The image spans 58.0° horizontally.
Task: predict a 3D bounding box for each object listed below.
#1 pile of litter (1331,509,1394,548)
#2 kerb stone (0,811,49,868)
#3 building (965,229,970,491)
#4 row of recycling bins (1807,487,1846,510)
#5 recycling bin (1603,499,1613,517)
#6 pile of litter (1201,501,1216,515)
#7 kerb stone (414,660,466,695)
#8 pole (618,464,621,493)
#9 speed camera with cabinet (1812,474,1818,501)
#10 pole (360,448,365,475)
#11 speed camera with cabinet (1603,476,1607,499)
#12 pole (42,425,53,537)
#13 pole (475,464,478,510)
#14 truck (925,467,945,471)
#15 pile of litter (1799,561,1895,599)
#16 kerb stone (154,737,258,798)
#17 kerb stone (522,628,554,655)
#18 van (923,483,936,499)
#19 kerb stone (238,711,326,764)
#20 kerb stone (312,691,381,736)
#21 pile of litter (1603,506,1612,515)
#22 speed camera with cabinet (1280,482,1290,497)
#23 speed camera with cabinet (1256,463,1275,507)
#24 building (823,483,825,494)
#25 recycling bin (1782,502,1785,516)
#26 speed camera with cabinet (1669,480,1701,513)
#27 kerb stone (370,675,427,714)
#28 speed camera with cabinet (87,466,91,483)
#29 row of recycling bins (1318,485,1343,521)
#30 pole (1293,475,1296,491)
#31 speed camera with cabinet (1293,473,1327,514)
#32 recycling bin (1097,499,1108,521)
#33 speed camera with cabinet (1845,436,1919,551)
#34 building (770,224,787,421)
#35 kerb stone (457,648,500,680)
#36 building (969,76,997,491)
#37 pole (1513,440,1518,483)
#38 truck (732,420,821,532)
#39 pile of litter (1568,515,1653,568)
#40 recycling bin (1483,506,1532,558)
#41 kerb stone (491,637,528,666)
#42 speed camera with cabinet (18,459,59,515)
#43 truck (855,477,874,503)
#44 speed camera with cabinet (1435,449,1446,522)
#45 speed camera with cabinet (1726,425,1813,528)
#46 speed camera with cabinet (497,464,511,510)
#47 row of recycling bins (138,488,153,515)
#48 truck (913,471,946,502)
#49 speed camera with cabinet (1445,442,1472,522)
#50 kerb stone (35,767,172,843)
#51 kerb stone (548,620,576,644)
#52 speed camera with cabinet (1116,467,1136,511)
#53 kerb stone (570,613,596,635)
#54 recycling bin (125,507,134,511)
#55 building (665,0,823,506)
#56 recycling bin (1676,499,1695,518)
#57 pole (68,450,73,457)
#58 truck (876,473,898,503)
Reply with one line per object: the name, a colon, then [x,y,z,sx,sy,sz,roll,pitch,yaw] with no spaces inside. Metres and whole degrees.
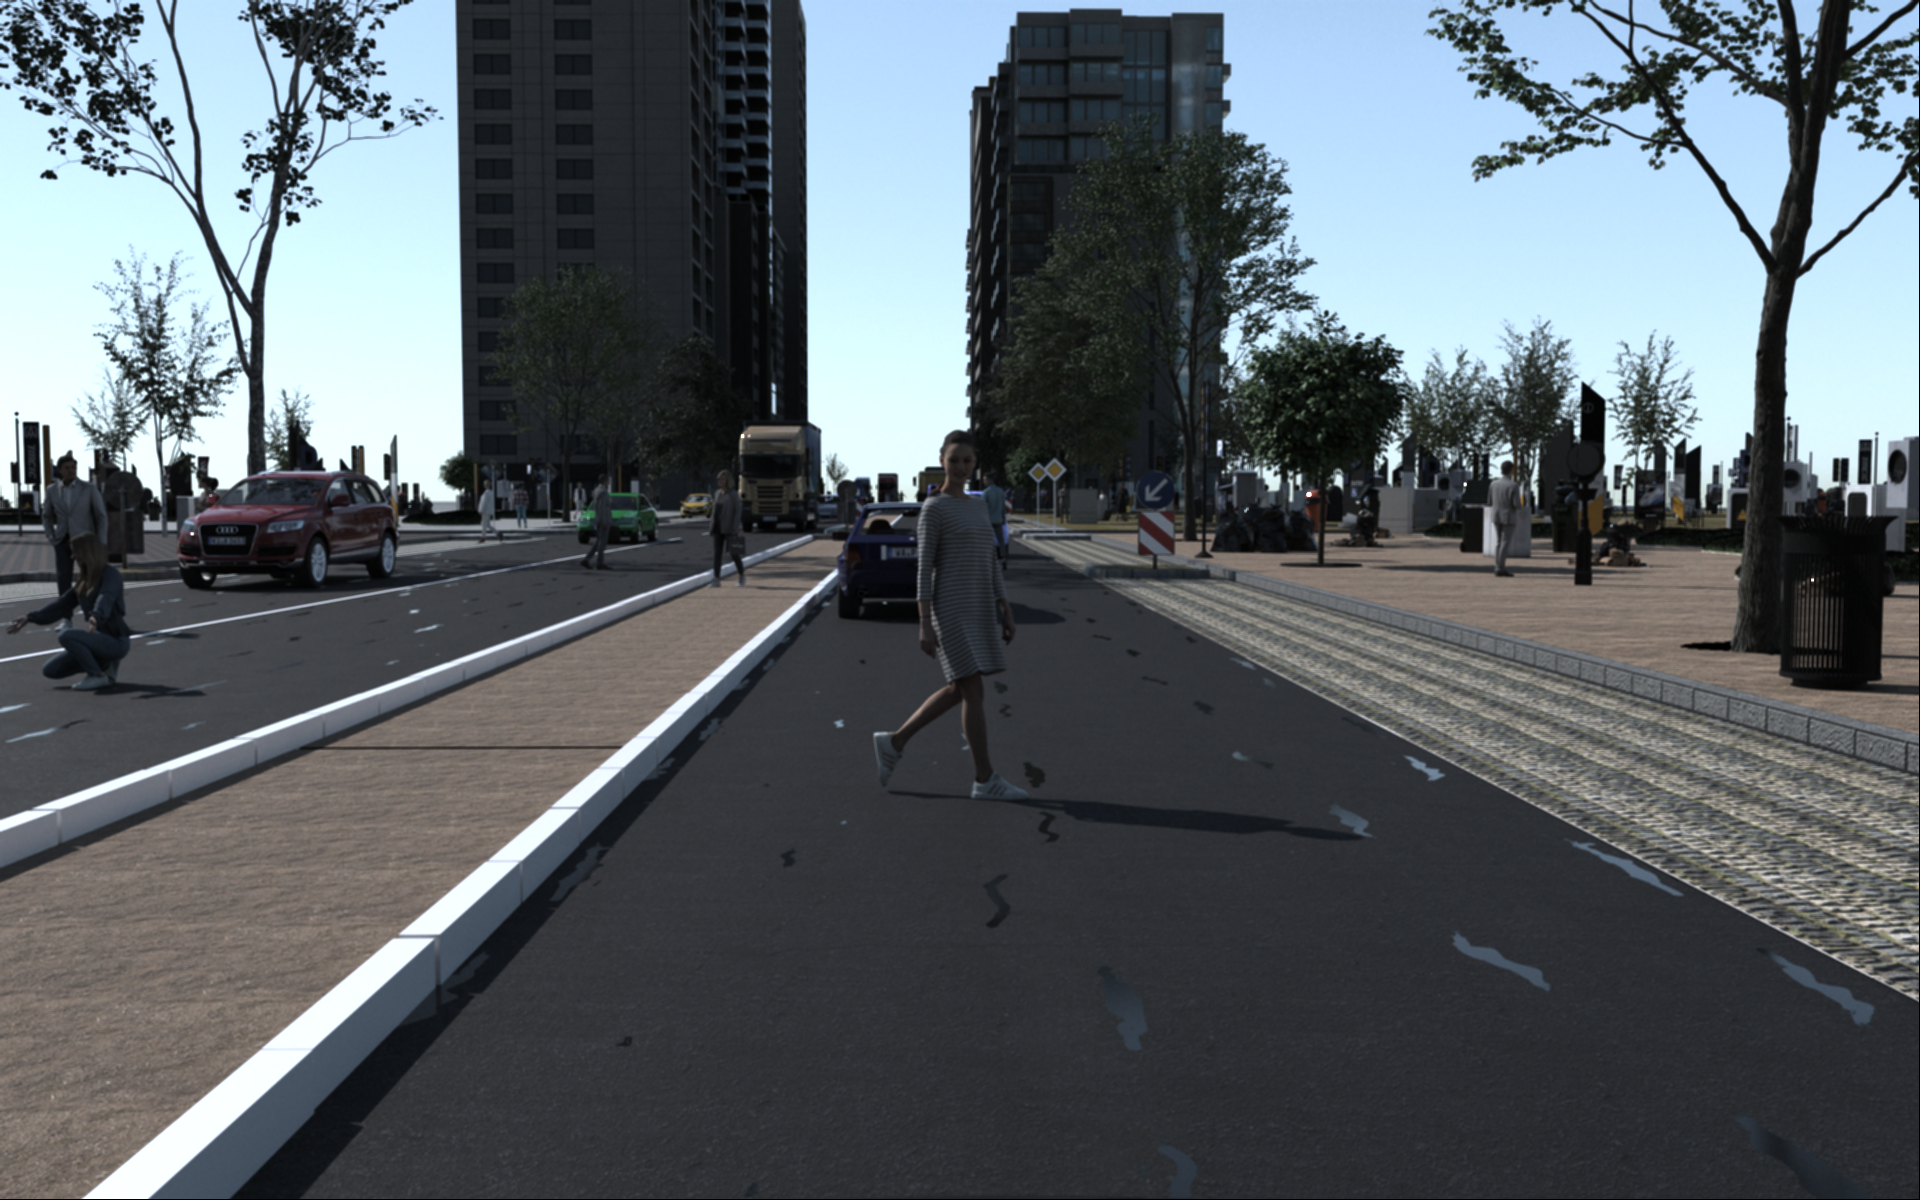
pile of litter: [9.667,-1.724,42.147,1.176,0.858,1.719,0,4,-1]
kerb stone: [-3.710,0.960,6.524,0.120,0.150,1.000,0,4,-1]
building: [12.140,-40.510,281.940,23.786,49.044,30.456,0,4,-1]
row of recycling bins: [58.430,-6.720,116.987,3.534,1.692,1.069,0,4,6]
recycling bin: [36.308,-5.207,97.687,0.722,1.027,0.722,0,4,-5]
pile of litter: [15.729,-5.762,108.172,1.719,0.858,1.176,-3,5,-40]
kerb stone: [-3.833,0.583,12.688,0.120,0.150,1.000,0,4,-1]
pole: [-22.039,-7.243,112.267,0.158,3.312,0.155,0,3,0]
speed camera with cabinet: [39.326,-5.340,81.647,0.660,3.252,2.038,-2,4,-28]
pole: [-26.506,-5.077,76.848,0.158,3.312,0.155,0,3,0]
speed camera with cabinet: [29.546,-5.361,81.986,2.038,3.252,0.660,0,4,-7]
pole: [-26.941,-3.505,51.149,0.158,3.312,0.155,0,3,0]
pole: [-32.259,-7.442,115.522,0.158,3.312,0.155,0,3,0]
truck: [-2.465,-11.912,183.674,2.839,4.237,11.283,0,4,-2]
pile of litter: [11.154,-0.486,21.904,1.719,0.858,1.176,-2,4,-30]
kerb stone: [-3.751,0.836,8.590,0.120,0.150,1.000,0,4,-1]
kerb stone: [-3.886,0.394,15.758,0.120,0.150,1.000,0,4,-1]
van: [-1.165,-6.461,110.023,2.240,2.365,5.245,0,4,-3]
kerb stone: [-3.769,0.770,9.612,0.120,0.150,1.000,0,4,-1]
kerb stone: [-3.788,0.707,10.634,0.120,0.150,1.000,0,4,-1]
pile of litter: [24.699,-3.237,66.886,1.176,0.858,1.719,0,4,2]
speed camera with cabinet: [25.064,-8.632,135.464,0.660,3.252,2.038,-1,4,-17]
speed camera with cabinet: [17.771,-6.551,101.442,0.660,3.252,2.038,2,4,35]
building: [-38.116,-35.800,277.207,32.217,40.220,23.993,0,4,-1]
recycling bin: [34.047,-3.655,72.319,0.722,1.027,0.722,2,4,30]
speed camera with cabinet: [47.860,-7.339,114.330,0.660,3.252,2.038,-2,4,-29]
kerb stone: [-3.808,0.648,11.657,0.120,0.150,1.000,0,4,-1]
speed camera with cabinet: [-61.578,-7.892,123.362,0.660,3.252,2.038,1,4,17]
row of recycling bins: [18.067,-4.545,81.424,3.534,1.692,1.069,0,4,2]
pole: [23.476,-7.808,121.511,0.158,3.312,0.155,0,3,0]
speed camera with cabinet: [18.228,-5.858,90.110,2.038,3.252,0.660,-3,4,-39]
recycling bin: [6.598,-4.307,82.972,0.722,1.027,0.722,-2,4,-28]
speed camera with cabinet: [15.410,-2.098,28.633,0.660,3.252,2.038,0,4,2]
building: [-36.464,-33.062,232.446,32.217,40.220,23.993,0,4,-1]
kerb stone: [-3.848,0.519,13.714,0.120,0.150,1.000,0,4,-1]
building: [11.974,-43.397,251.533,21.231,58.520,28.212,0,4,-1]
pole: [20.941,-4.371,65.306,0.158,3.312,0.155,0,3,0]
truck: [-7.040,-4.855,68.290,2.839,4.237,11.283,0,4,-1]
pile of litter: [11.622,-1.041,30.982,1.176,0.858,1.719,0,4,-5]
recycling bin: [11.101,-1.382,35.143,0.722,1.027,0.722,-1,4,-9]
kerb stone: [-3.870,0.457,14.736,0.120,0.150,1.000,0,4,-1]
speed camera with cabinet: [-51.489,-6.267,96.796,2.038,3.252,0.660,-1,4,-23]
truck: [-15.540,-17.902,282.462,2.967,4.110,18.799,0,4,-1]
speed camera with cabinet: [20.618,-5.017,76.360,2.038,3.252,0.660,0,4,4]
speed camera with cabinet: [23.255,-3.398,49.896,2.038,3.252,0.660,3,5,42]
speed camera with cabinet: [-29.654,-7.334,114.241,0.660,3.252,2.038,2,4,27]
row of recycling bins: [-52.491,-6.199,108.467,3.534,1.692,1.069,-2,4,-23]
truck: [-2.161,-9.188,146.147,3.469,3.379,9.791,0,4,-2]
speed camera with cabinet: [19.525,-4.339,65.282,2.038,3.252,0.660,3,5,41]
kerb stone: [-3.732,0.895,7.559,0.120,0.150,1.000,0,4,-1]
kerb stone: [-3.907,0.331,16.780,0.120,0.150,1.000,0,4,-1]
speed camera with cabinet: [12.220,-8.140,127.420,0.660,3.252,2.038,2,4,33]
kerb stone: [-3.927,0.269,17.802,0.120,0.150,1.000,0,4,-1]
recycling bin: [-40.992,-4.419,84.809,0.722,1.027,0.722,2,4,28]
building: [-30.743,-49.894,254.018,20.563,71.187,20.611,0,4,-1]
recycling bin: [38.501,-4.855,91.934,0.722,1.027,0.722,0,4,-6]
pole: [-41.193,-5.288,80.295,0.158,3.312,0.155,0,3,0]
truck: [-9.920,-15.230,237.930,2.839,4.237,11.283,0,4,0]
